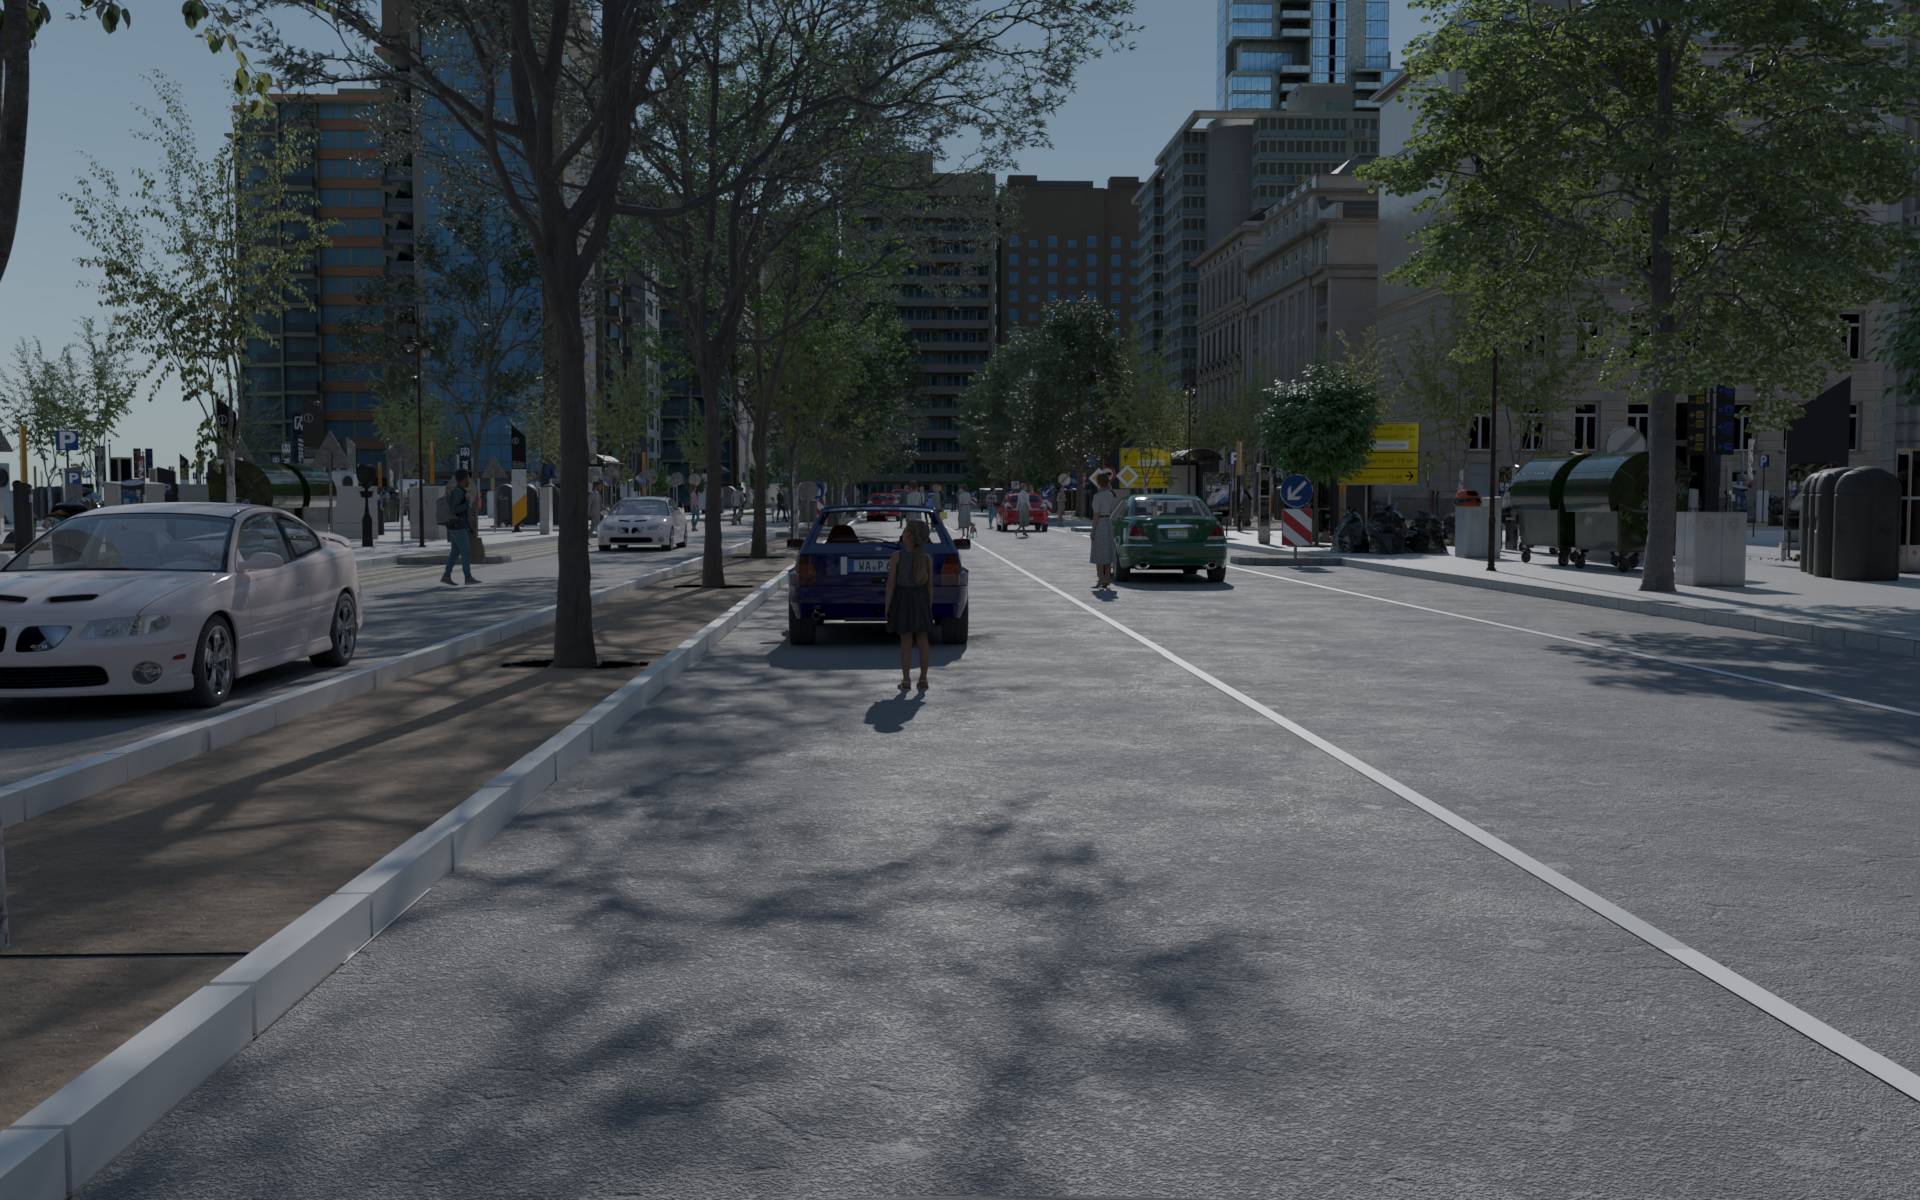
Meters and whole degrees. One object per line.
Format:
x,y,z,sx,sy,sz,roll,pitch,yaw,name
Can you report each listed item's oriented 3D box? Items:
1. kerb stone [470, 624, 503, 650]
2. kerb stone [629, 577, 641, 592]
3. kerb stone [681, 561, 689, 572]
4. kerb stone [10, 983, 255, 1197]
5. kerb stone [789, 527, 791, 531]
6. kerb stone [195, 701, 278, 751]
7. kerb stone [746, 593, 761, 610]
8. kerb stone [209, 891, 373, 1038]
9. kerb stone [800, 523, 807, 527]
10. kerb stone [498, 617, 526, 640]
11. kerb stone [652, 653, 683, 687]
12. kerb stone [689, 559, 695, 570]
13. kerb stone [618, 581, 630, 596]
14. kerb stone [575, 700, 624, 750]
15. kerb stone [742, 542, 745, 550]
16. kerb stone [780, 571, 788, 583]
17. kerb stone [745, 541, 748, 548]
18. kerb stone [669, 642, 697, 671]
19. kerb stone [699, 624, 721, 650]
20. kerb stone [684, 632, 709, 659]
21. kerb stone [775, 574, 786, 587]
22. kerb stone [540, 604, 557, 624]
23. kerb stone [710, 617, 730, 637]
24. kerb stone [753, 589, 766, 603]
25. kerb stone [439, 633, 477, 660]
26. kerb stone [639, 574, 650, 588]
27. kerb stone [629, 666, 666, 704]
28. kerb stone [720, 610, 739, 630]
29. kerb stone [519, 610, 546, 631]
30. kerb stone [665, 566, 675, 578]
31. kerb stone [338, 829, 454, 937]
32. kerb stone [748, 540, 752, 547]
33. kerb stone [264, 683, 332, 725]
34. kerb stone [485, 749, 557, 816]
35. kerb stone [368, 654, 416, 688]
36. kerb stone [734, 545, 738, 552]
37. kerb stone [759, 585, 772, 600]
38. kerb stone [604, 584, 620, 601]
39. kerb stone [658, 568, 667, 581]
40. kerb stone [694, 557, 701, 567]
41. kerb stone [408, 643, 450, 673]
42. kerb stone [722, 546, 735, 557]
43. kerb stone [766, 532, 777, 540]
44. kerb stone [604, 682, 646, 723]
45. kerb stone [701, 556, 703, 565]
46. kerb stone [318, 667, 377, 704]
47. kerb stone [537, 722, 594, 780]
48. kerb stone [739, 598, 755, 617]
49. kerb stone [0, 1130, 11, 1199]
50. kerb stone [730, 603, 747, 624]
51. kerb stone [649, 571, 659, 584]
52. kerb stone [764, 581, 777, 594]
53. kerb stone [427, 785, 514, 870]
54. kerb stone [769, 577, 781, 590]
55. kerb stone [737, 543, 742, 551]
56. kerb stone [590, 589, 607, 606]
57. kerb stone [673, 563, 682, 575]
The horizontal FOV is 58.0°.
-4.488,0.365,16.248,0.120,0.150,1.000,0,4,-2,kerb stone
-4.864,-0.194,25.455,0.120,0.150,1.000,0,4,-2,kerb stone
-5.108,-0.575,31.591,0.120,0.150,1.000,0,4,-2,kerb stone
-1.889,1.111,4.023,0.120,0.150,1.000,0,4,-2,kerb stone
-6.629,-2.865,69.031,0.120,0.150,1.000,0,4,-2,kerb stone
-4.233,0.741,10.099,0.120,0.150,1.000,0,4,-2,kerb stone
-2.596,0.049,21.436,0.120,0.150,1.000,0,4,-2,kerb stone
-1.933,1.048,5.057,0.120,0.150,1.000,0,4,-2,kerb stone
-6.965,-3.366,77.235,0.120,0.150,1.000,0,4,-2,kerb stone
-4.524,0.301,17.277,0.120,0.150,1.000,0,4,-2,kerb stone
-2.259,0.549,13.234,0.120,0.150,1.000,0,4,-2,kerb stone
-5.154,-0.637,32.612,0.120,0.150,1.000,0,4,-2,kerb stone
-4.824,-0.134,24.430,0.120,0.150,1.000,0,4,-2,kerb stone
-2.128,0.736,10.169,0.120,0.150,1.000,0,4,-2,kerb stone
-5.606,-1.326,43.888,0.120,0.150,1.000,0,4,-2,kerb stone
-2.835,-0.326,27.572,0.120,0.150,1.000,0,4,-2,kerb stone
-5.655,-1.389,44.909,0.120,0.150,1.000,0,4,-2,kerb stone
-2.305,0.488,14.255,0.120,0.150,1.000,0,4,-2,kerb stone
-2.382,0.361,16.298,0.120,0.150,1.000,0,4,-2,kerb stone
-2.345,0.423,15.277,0.120,0.150,1.000,0,4,-2,kerb stone
-2.797,-0.265,26.549,0.120,0.150,1.000,0,4,-2,kerb stone
-4.608,0.176,19.320,0.120,0.150,1.000,0,4,-2,kerb stone
-2.433,0.305,17.328,0.120,0.150,1.000,0,4,-2,kerb stone
-2.641,-0.011,22.457,0.120,0.150,1.000,0,4,-2,kerb stone
-4.448,0.426,15.224,0.120,0.150,1.000,0,4,-2,kerb stone
-4.906,-0.262,26.480,0.120,0.150,1.000,0,4,-2,kerb stone
-2.219,0.611,12.213,0.120,0.150,1.000,0,4,-2,kerb stone
-2.471,0.238,18.357,0.120,0.150,1.000,0,4,-2,kerb stone
-4.565,0.238,18.299,0.120,0.150,1.000,0,4,-2,kerb stone
-5.022,-0.449,29.544,0.120,0.150,1.000,0,4,-2,kerb stone
-1.972,0.986,6.078,0.120,0.150,1.000,0,4,-2,kerb stone
-5.690,-1.452,45.931,0.120,0.150,1.000,0,4,-2,kerb stone
-4.277,0.677,11.125,0.120,0.150,1.000,0,4,-2,kerb stone
-2.057,0.861,8.120,0.120,0.150,1.000,0,4,-2,kerb stone
-4.353,0.552,13.174,0.120,0.150,1.000,0,4,-2,kerb stone
-5.525,-1.201,41.834,0.120,0.150,1.000,0,4,-2,kerb stone
-2.676,-0.074,23.486,0.120,0.150,1.000,0,4,-2,kerb stone
-4.772,-0.074,23.406,0.120,0.150,1.000,0,4,-2,kerb stone
-4.992,-0.387,28.522,0.120,0.150,1.000,0,4,-2,kerb stone
-5.194,-0.698,33.644,0.120,0.150,1.000,0,4,-2,kerb stone
-4.395,0.491,14.200,0.120,0.150,1.000,0,4,-2,kerb stone
-5.478,-1.139,40.814,0.120,0.150,1.000,0,4,-2,kerb stone
-6.107,-2.076,56.162,0.120,0.150,1.000,0,4,-2,kerb stone
-2.175,0.673,11.192,0.120,0.150,1.000,0,4,-2,kerb stone
-5.241,-0.760,34.665,0.120,0.150,1.000,0,4,-2,kerb stone
-4.320,0.615,12.146,0.120,0.150,1.000,0,4,-2,kerb stone
-2.094,0.801,9.148,0.120,0.150,1.000,0,4,-2,kerb stone
-2.551,0.109,20.407,0.120,0.150,1.000,0,4,-2,kerb stone
-1.850,1.174,3.002,0.120,0.150,1.000,0,4,-2,kerb stone
-2.509,0.174,19.381,0.120,0.150,1.000,0,4,-2,kerb stone
-4.946,-0.324,27.501,0.120,0.150,1.000,0,4,-2,kerb stone
-2.723,-0.140,24.507,0.120,0.150,1.000,0,4,-2,kerb stone
-2.008,0.927,7.100,0.120,0.150,1.000,0,4,-2,kerb stone
-2.764,-0.204,25.528,0.120,0.150,1.000,0,4,-2,kerb stone
-5.571,-1.261,42.867,0.120,0.150,1.000,0,4,-2,kerb stone
-4.735,-0.012,22.385,0.120,0.150,1.000,0,4,-2,kerb stone
-5.066,-0.512,30.565,0.120,0.150,1.000,0,4,-2,kerb stone
